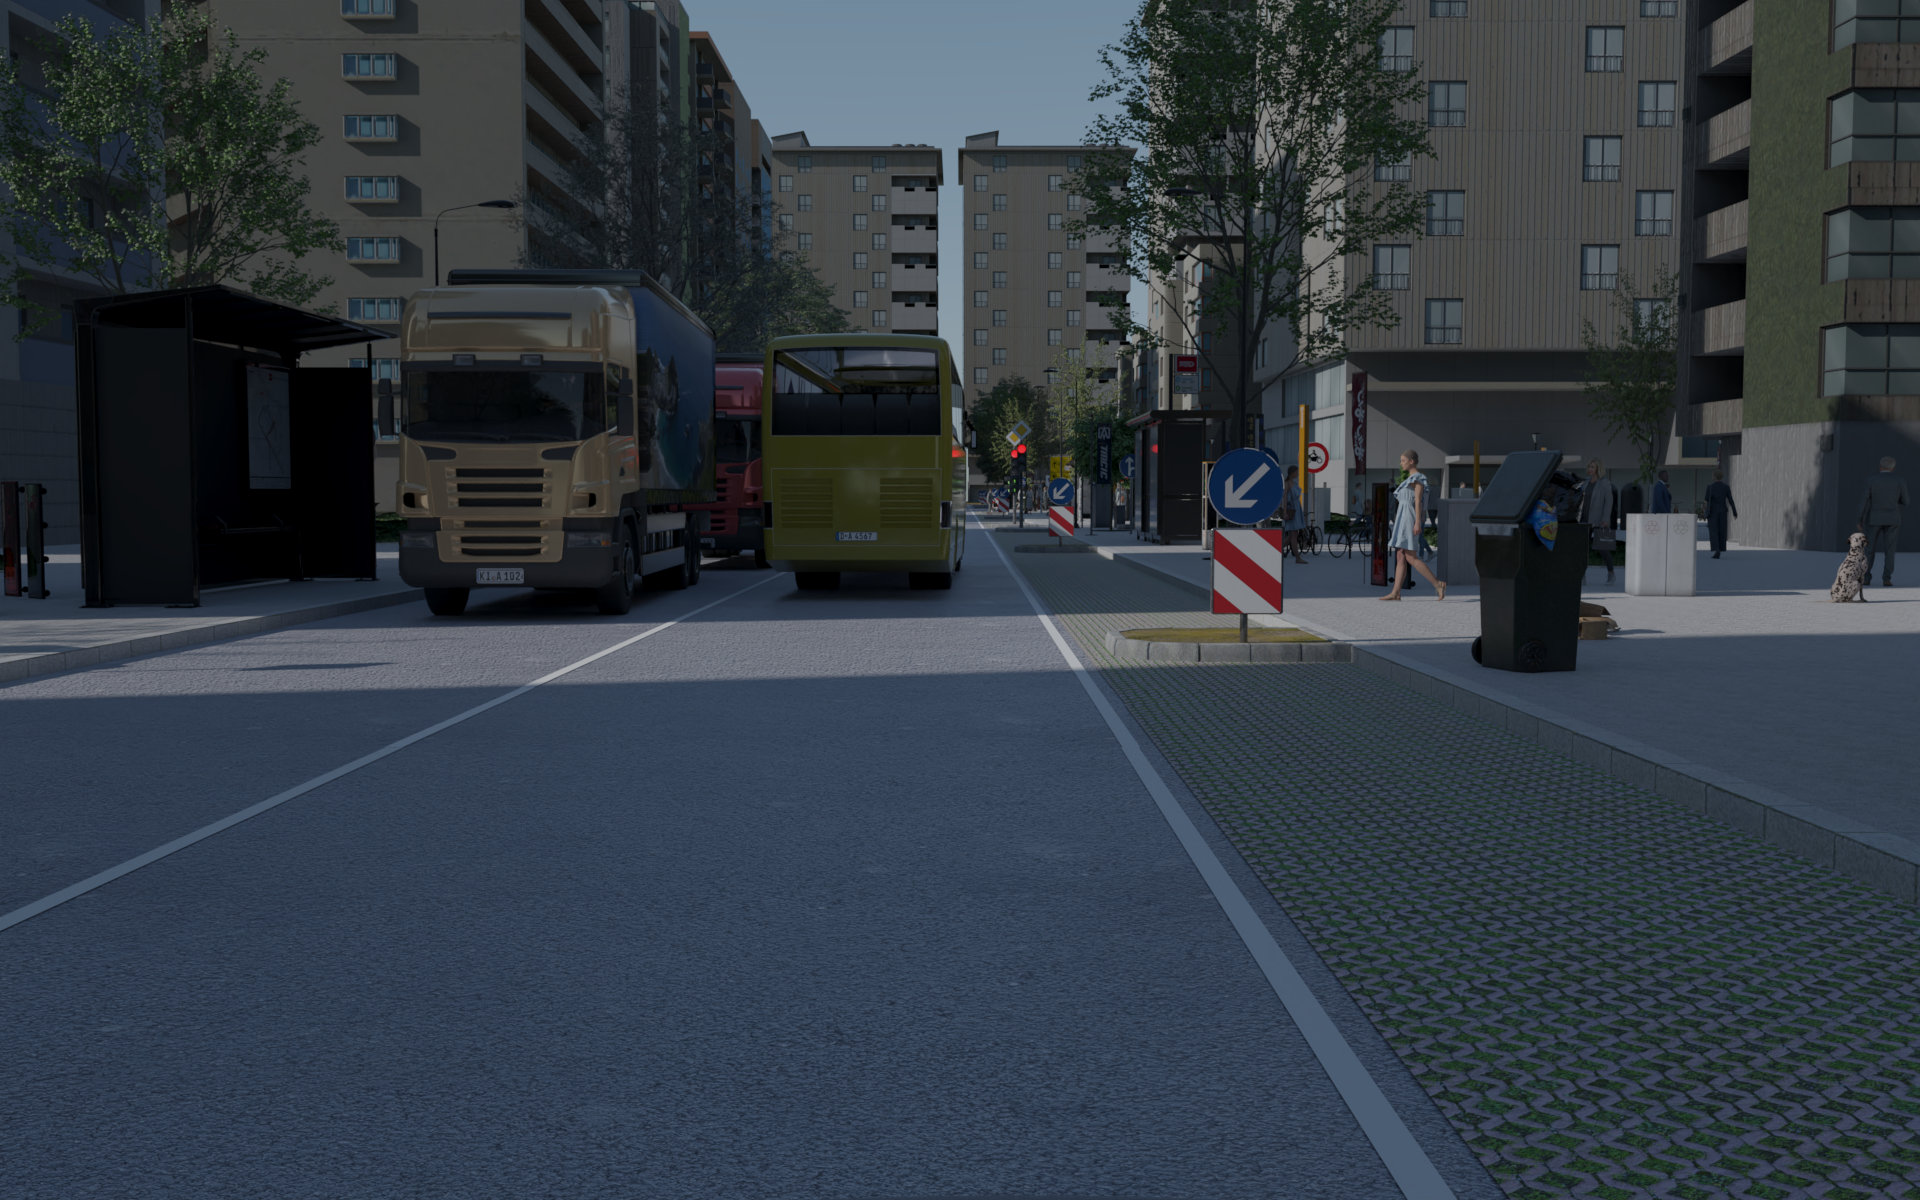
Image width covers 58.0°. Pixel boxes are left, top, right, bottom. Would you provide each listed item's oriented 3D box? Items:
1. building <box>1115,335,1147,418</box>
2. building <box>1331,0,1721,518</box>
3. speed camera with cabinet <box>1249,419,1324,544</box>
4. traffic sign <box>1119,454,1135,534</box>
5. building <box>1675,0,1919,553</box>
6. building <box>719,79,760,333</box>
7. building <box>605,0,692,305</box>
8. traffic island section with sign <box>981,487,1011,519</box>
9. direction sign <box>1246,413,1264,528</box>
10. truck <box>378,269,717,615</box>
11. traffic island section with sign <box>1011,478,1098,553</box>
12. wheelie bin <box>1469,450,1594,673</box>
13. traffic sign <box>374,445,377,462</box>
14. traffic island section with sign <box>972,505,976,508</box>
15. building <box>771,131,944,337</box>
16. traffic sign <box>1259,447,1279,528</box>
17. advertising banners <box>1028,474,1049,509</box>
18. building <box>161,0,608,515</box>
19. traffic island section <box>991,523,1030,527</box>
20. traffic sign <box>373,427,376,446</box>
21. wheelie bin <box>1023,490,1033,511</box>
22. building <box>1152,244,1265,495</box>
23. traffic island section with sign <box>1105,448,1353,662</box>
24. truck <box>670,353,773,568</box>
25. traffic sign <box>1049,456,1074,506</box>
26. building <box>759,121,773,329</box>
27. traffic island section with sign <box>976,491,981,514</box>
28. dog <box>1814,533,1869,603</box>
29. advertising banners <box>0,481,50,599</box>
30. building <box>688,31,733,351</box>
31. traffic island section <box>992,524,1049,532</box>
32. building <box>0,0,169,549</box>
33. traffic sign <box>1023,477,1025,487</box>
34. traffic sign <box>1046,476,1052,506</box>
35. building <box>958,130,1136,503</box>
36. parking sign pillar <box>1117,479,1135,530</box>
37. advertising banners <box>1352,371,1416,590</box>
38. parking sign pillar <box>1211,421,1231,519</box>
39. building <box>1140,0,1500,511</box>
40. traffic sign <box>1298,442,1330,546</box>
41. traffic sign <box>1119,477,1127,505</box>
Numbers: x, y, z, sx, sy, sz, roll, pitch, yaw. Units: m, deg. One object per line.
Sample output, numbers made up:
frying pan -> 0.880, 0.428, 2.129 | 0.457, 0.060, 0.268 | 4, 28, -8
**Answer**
building -> 32.706, -21.494, 196.467 | 27.650, 21.520, 28.899 | 0, 3, 0
building -> 32.275, -31.224, 99.756 | 27.495, 52.752, 28.713 | 0, 3, 0
speed camera with cabinet -> 8.495, -3.125, 45.431 | 2.038, 3.252, 0.660 | 2, 4, 27
traffic sign -> 5.470, -3.376, 55.309 | 0.768, 2.556, 0.104 | 0, 4, 6
building -> 26.252, -16.650, 43.928 | 14.160, 30.474, 14.107 | 0, 3, 0
building -> -29.816, -32.660, 184.099 | 14.600, 45.320, 14.200 | 0, 3, 0
building -> -29.622, -27.851, 138.961 | 14.154, 41.232, 14.086 | 0, 3, 0
traffic island section with sign -> 2.356, -5.494, 98.452 | 1.989, 1.847, 2.006 | 0, 3, 0
direction sign -> 8.290, -3.471, 48.749 | 0.379, 3.537, 0.876 | 3, 5, 42
truck -> -5.205, -2.141, 23.926 | 2.839, 4.237, 11.283 | 0, 4, -2
traffic island section with sign -> 2.342, -2.085, 42.722 | 1.989, 1.847, 2.006 | 0, 3, 0
wheelie bin -> 4.185, -0.294, 12.721 | 0.693, 1.594, 0.980 | -1, 4, -17
traffic sign -> -12.657, -2.227, 36.511 | 0.768, 2.556, 0.104 | 0, 4, 7
traffic island section with sign -> 2.375, -10.195, 175.318 | 1.989, 1.847, 2.006 | 0, 3, 0
building -> -14.106, -40.987, 259.371 | 27.495, 52.752, 28.713 | 0, 3, 0
traffic sign -> 8.260, -2.870, 47.037 | 0.768, 2.556, 0.104 | 0, 4, 1
advertising banners -> 6.771, -9.307, 148.359 | 2.074, 3.025, 0.090 | -1, 4, -22
building -> -32.487, -28.920, 96.540 | 21.300, 48.544, 21.600 | 0, 3, 0
traffic island section -> 2.344, -3.137, 73.563 | 2.009, 0.180, 2.903 | 0, 3, 0
traffic sign -> -9.558, -1.660, 27.241 | 0.768, 2.556, 0.104 | 0, 4, 6
wheelie bin -> 5.041, -7.335, 127.842 | 0.693, 1.594, 0.980 | -2, 4, -26
building -> 30.352, -17.694, 134.337 | 27.650, 21.520, 28.899 | 0, 3, 0
traffic island section with sign -> 2.346, -0.427, 15.616 | 1.989, 1.847, 2.006 | 0, 3, 0
truck -> -4.686, -2.932, 36.857 | 2.839, 4.237, 11.283 | 0, 4, 1
traffic sign -> 5.875, -5.994, 91.879 | 2.265, 3.308, 0.079 | 0, 4, 8
building -> -29.725, -33.815, 202.986 | 14.200, 45.320, 14.600 | 0, 3, 0
traffic island section with sign -> 2.355, -7.143, 125.407 | 1.989, 1.847, 2.006 | 0, 3, 0
dog -> 10.428, -0.377, 20.540 | 0.800, 0.831, 0.513 | 0, 4, 3
advertising banners -> -11.863, -1.556, 21.628 | 2.074, 3.025, 0.090 | 3, 5, 42
building -> -33.252, -31.061, 162.466 | 22.147, 44.769, 28.867 | 0, 3, 0
traffic island section -> 2.343, -2.648, 65.578 | 2.009, 0.180, 2.903 | 0, 3, 0
building -> -36.587, -30.679, 43.596 | 28.212, 58.520, 21.231 | 0, 3, 0
traffic sign -> 4.440, -7.653, 125.240 | 0.768, 2.556, 0.104 | 0, 4, 7
traffic sign -> 4.957, -5.624, 94.085 | 0.606, 2.300, 0.079 | 0, 4, 4
building -> 13.464, -40.967, 259.051 | 27.495, 52.752, 28.713 | 0, 3, 0
parking sign pillar -> 6.422, -4.548, 62.830 | 1.447, 3.967, 1.447 | 1, 4, 10
advertising banners -> 5.866, -1.708, 24.106 | 0.090, 3.025, 2.074 | -1, 4, -11
parking sign pillar -> 9.721, -4.643, 64.379 | 1.447, 3.967, 1.447 | -1, 4, -9
building -> 32.969, -35.360, 167.369 | 28.713, 52.752, 27.495 | 0, 3, 0
traffic sign -> 8.672, -2.595, 42.526 | 0.768, 2.556, 0.104 | 0, 4, 7
traffic sign -> 6.868, -4.536, 74.269 | 0.768, 2.556, 0.104 | 0, 4, 3
